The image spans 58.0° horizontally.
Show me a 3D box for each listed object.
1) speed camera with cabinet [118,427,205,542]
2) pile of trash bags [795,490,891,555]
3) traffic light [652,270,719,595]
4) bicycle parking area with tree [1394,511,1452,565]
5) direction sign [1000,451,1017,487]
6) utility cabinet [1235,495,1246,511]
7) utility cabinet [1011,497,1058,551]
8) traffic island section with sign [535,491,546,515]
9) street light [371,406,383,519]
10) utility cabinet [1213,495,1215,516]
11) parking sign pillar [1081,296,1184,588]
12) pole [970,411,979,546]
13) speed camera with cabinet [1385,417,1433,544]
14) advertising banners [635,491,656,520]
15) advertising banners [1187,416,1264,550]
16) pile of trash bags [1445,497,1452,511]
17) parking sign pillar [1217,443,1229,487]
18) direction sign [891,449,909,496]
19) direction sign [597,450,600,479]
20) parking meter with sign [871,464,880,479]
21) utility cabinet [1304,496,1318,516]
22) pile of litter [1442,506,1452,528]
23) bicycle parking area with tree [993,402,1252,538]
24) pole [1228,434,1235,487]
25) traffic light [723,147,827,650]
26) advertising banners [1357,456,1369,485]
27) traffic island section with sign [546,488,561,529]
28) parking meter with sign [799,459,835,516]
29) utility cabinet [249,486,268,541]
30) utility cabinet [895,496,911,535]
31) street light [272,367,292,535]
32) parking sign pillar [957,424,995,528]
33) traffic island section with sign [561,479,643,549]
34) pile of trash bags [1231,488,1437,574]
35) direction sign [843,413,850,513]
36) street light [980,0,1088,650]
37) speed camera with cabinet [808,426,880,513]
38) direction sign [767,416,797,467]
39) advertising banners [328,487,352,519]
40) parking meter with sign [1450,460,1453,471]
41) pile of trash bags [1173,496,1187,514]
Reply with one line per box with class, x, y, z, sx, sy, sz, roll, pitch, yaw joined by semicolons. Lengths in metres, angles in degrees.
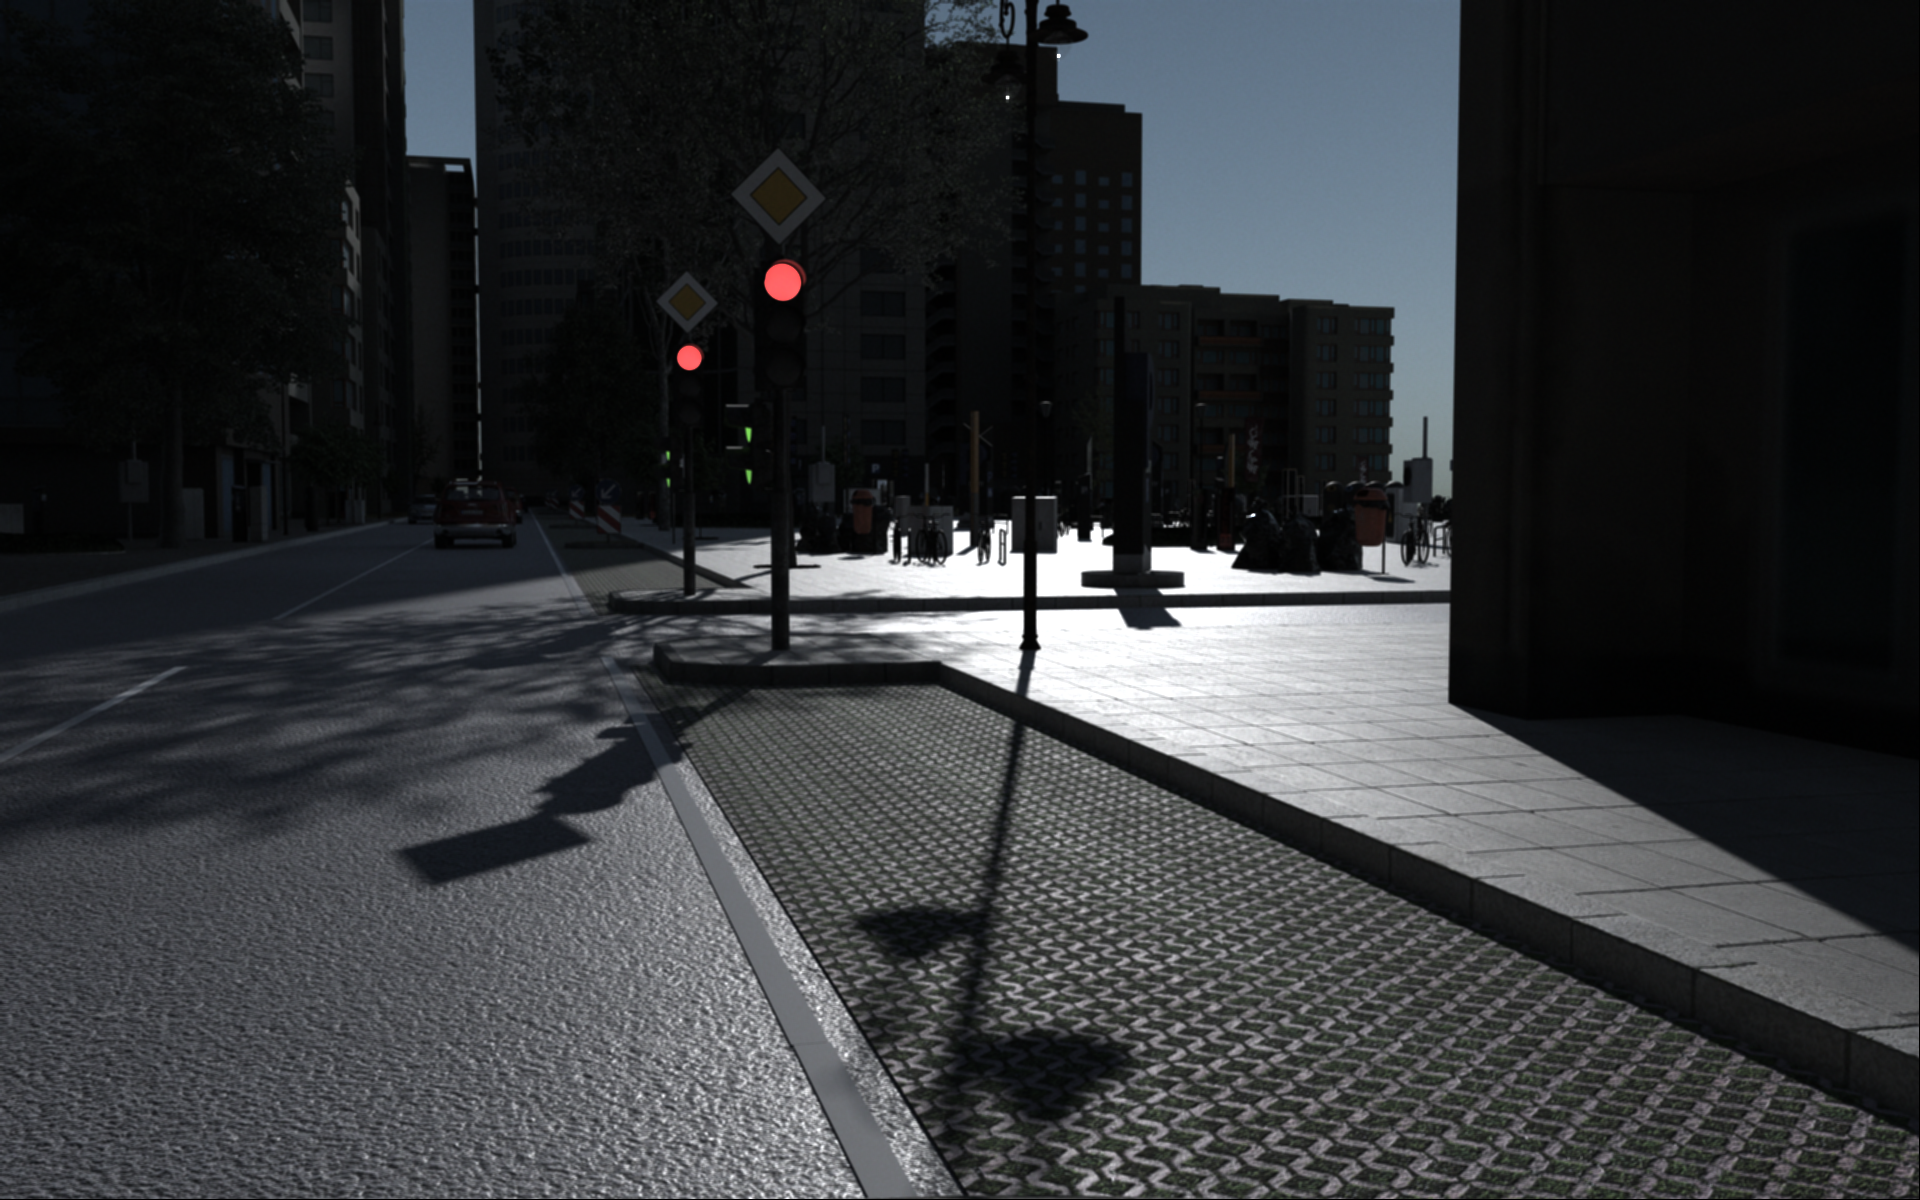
speed camera with cabinet;-21.811;-3.239;47.287;2.038;3.252;0.660;-2;4;-32
pile of trash bags;-2.430;-1.713;37.752;1.912;1.369;3.447;-1;4;-17
traffic light;-3.460;-2.019;21.928;0.839;4.253;0.868;-1;4;-14
bicycle parking area with tree;12.577;-2.815;33.032;8.231;4.147;9.016;2;4;35
direction sign;2.539;-6.015;90.335;0.876;3.537;0.379;0;4;8
utility cabinet;16.222;-5.486;100.862;0.306;1.237;1.020;-2;4;-33
utility cabinet;1.698;-1.738;39.580;1.020;1.237;0.306;1;4;21
traffic island section with sign;-28.526;-6.888;121.253;1.989;1.847;2.006;-1;4;-14
street light;-29.929;-7.112;89.074;0.468;5.910;1.993;-1;4;-14
utility cabinet;12.983;-4.722;88.368;1.020;1.237;0.306;0;4;5
parking sign pillar;2.430;-2.190;24.278;1.447;3.967;1.447;1;4;12
pole;0.358;-2.983;42.610;0.158;3.312;0.155;0;3;0
speed camera with cabinet;11.647;-3.099;45.005;0.660;3.252;2.038;0;4;-5
advertising banners;-15.620;-5.596;87.684;0.090;3.025;2.074;3;5;42
advertising banners;6.056;-2.651;39.533;2.074;3.025;0.090;3;5;43
pile of trash bags;25.375;-5.149;93.936;3.447;1.369;1.912;3;4;36
parking sign pillar;13.714;-6.236;90.437;1.447;3.967;1.447;1;4;17
direction sign;-3.013;-5.815;87.076;0.876;3.537;0.379;1;4;12
direction sign;-18.437;-5.900;88.454;0.379;3.537;0.876;0;4;-5
parking meter with sign;-4.678;-6.240;98.277;0.543;3.016;1.738;-1;4;-10
utility cabinet;14.505;-3.767;72.744;1.020;1.237;0.306;1;4;18
pile of litter;18.811;-3.155;65.553;1.176;0.858;1.719;-1;4;-23
bicycle parking area with tree;5.199;-4.138;54.665;8.231;4.147;9.016;0;4;0
pole;9.215;-3.976;58.846;0.158;3.312;0.155;0;3;0
traffic light;-1.500;-1.545;14.186;0.839;4.253;0.868;-1;4;-14
advertising banners;19.252;-5.094;79.473;2.074;3.025;0.090;0;4;1
traffic island section with sign;-16.155;-3.898;72.362;1.989;1.847;2.006;-1;4;-14
parking meter with sign;-7.163;-5.533;86.727;1.738;3.016;0.543;-1;4;-22
utility cabinet;-18.940;-2.328;46.747;0.318;1.500;1.173;-1;4;-15
utility cabinet;-1.805;-2.636;54.263;0.306;1.237;1.020;-1;4;-14
street light;-21.157;-4.978;54.185;0.468;5.910;1.993;-1;4;-14
parking sign pillar;0.657;-4.918;68.884;1.447;3.967;1.447;-2;4;-28
traffic island section with sign;-9.461;-2.280;45.901;1.989;1.847;2.006;-1;4;-14
pile of trash bags;6.049;-1.174;28.952;1.912;1.369;3.447;-1;4;-22
direction sign;-3.189;-3.473;48.788;0.379;3.537;0.876;0;4;7
street light;0.580;-2.531;14.163;0.468;5.910;1.993;-1;4;-14
speed camera with cabinet;-3.385;-3.451;50.764;2.038;3.252;0.660;-1;4;-18
direction sign;-5.150;-3.554;50.108;0.876;3.537;0.379;-1;4;-15
advertising banners;-32.096;-5.734;89.933;2.074;3.025;0.090;2;4;27
parking meter with sign;25.636;-5.675;89.043;0.543;3.016;1.738;2;4;27
pile of trash bags;12.948;-5.466;99.113;1.912;1.369;3.447;2;4;24
